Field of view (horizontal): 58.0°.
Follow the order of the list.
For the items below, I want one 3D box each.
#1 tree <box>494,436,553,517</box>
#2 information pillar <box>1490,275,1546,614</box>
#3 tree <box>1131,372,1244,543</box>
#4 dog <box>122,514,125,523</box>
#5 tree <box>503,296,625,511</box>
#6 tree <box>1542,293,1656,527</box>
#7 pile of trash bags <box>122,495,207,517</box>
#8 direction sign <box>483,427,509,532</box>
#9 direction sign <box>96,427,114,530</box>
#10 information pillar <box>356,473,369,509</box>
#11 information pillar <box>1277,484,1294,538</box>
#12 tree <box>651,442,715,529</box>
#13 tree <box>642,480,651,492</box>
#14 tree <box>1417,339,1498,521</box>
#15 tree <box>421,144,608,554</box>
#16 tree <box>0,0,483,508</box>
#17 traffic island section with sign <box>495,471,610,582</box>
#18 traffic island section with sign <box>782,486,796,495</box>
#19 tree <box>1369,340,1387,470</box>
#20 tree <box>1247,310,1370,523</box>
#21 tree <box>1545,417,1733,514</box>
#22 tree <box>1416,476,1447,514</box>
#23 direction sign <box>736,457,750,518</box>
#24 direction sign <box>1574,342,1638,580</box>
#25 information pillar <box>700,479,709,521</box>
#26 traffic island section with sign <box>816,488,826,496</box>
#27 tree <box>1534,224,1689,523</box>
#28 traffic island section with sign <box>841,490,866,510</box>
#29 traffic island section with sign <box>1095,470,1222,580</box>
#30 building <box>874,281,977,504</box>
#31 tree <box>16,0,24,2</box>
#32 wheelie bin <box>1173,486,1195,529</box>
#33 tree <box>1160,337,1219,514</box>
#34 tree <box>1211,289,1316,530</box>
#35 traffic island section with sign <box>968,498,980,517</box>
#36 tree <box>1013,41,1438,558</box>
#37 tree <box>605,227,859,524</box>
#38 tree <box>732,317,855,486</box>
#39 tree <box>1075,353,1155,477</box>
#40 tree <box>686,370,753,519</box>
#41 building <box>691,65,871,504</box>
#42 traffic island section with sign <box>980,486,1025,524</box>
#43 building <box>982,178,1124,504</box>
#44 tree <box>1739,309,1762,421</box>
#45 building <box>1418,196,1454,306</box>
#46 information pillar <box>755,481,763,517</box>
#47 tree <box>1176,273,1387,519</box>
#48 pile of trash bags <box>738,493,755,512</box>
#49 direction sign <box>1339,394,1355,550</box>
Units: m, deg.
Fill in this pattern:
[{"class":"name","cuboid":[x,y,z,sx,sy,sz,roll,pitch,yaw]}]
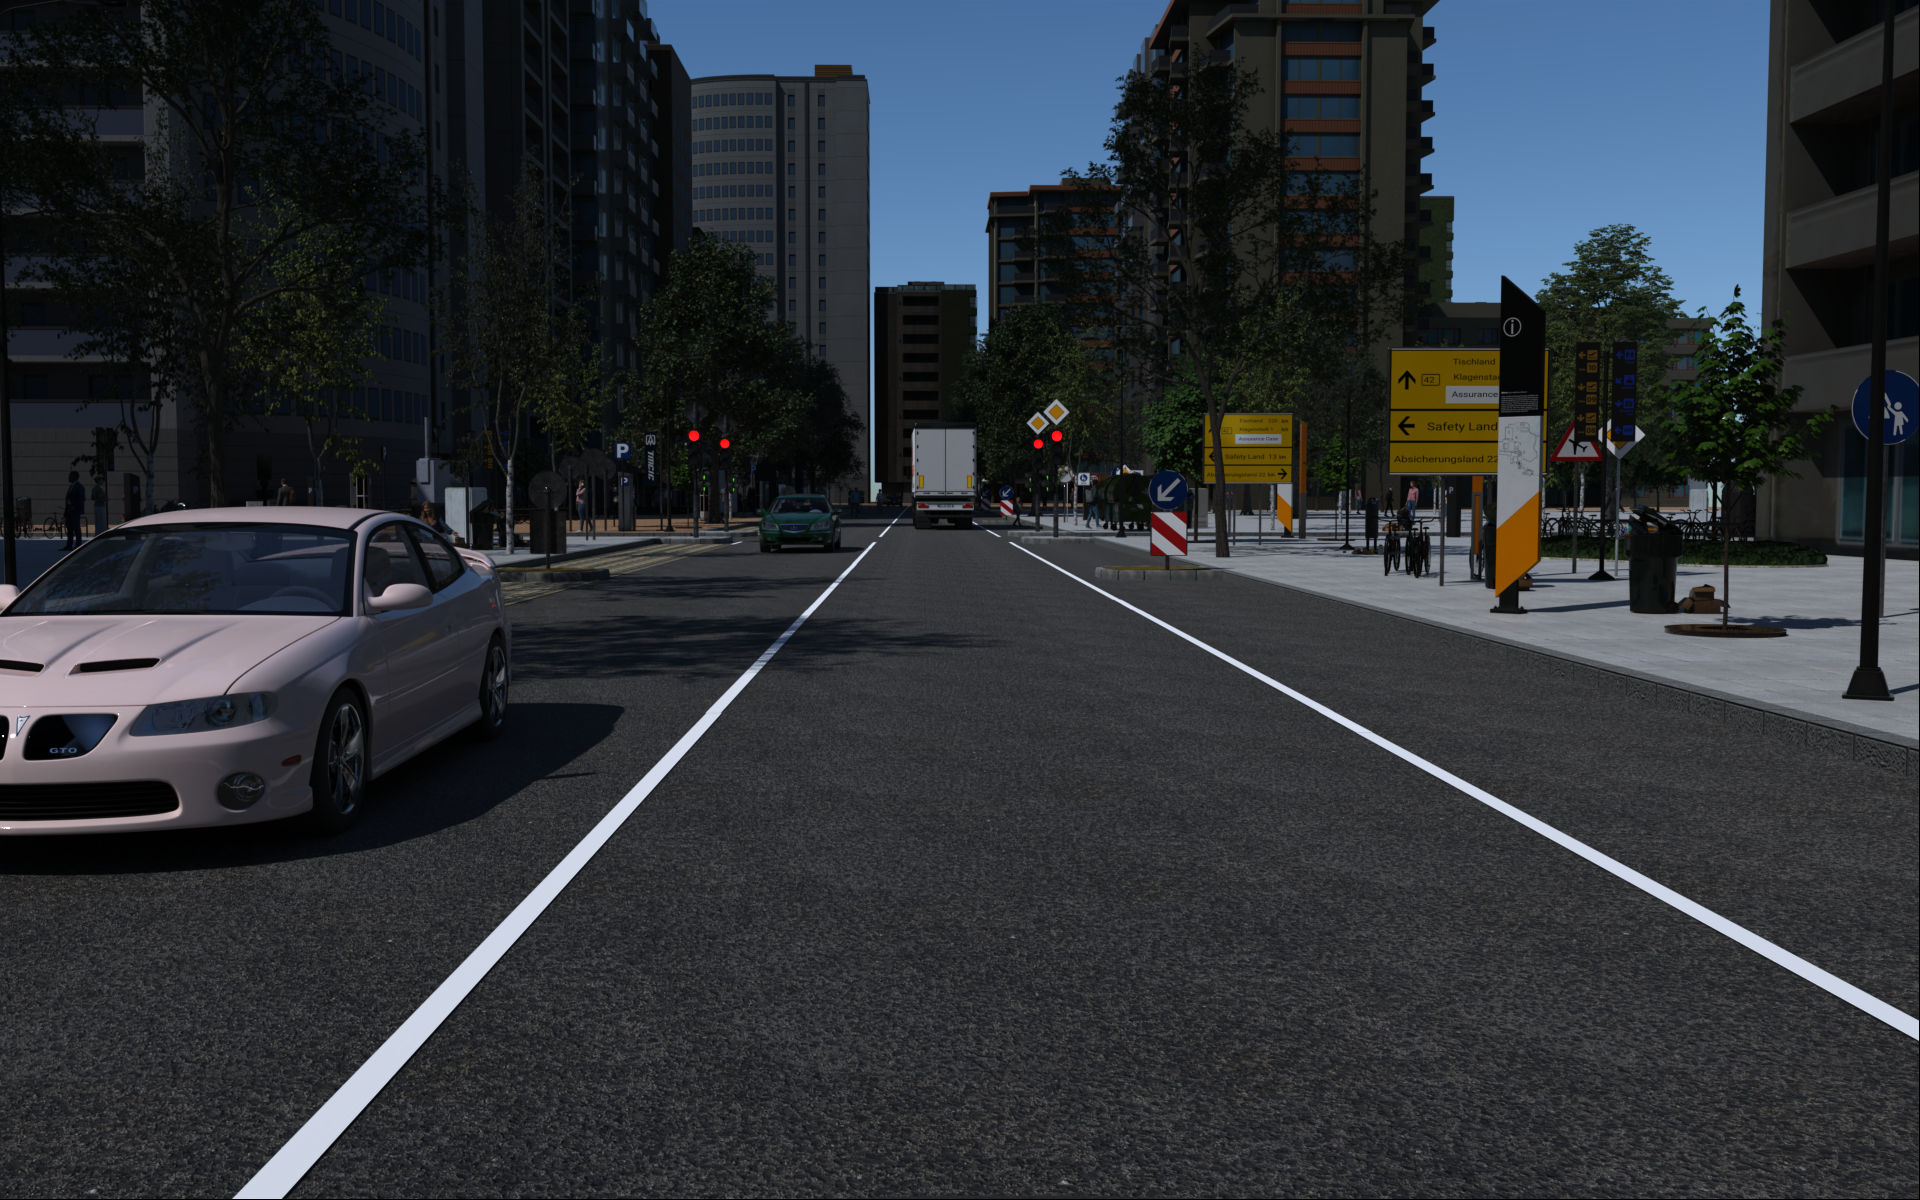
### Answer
[{"class":"tree","cuboid":[-24.863,-7.038,98.790,4.285,4.588,4.351,0,3,0]},{"class":"information pillar","cuboid":[5.971,-1.660,18.493,0.504,3.616,0.183,3,5,43]},{"class":"tree","cuboid":[6.168,-3.798,45.813,4.285,4.588,4.351,0,3,0]},{"class":"dog","cuboid":[-32.290,-3.074,67.087,0.406,0.507,0.540,-3,5,-42]},{"class":"tree","cuboid":[-15.059,-7.040,65.459,4.737,8.622,4.395,0,3,0]},{"class":"tree","cuboid":[23.480,-6.985,64.571,4.737,8.622,4.395,0,3,0]},{"class":"pile of trash bags","cuboid":[-27.361,-3.037,59.400,1.912,1.369,3.447,1,4,14]},{"class":"direction sign","cuboid":[-15.730,-4.087,58.813,0.876,3.537,0.379,-1,4,-16]},{"class":"direction sign","cuboid":[-29.113,-4.100,59.038,0.379,3.537,0.876,1,4,10]},{"class":"information pillar","cuboid":[-21.012,-3.451,60.911,0.304,2.012,0.304,1,4,9]},{"class":"information pillar","cuboid":[9.551,-3.635,50.780,0.504,3.616,0.183,3,5,40]},{"class":"tree","cuboid":[-10.263,-4.293,64.795,1.663,3.219,1.824,0,3,0]},{"class":"tree","cuboid":[-22.871,-8.210,128.829,1.663,3.219,1.824,0,3,0]},{"class":"tree","cuboid":[22.380,-8.010,81.327,4.737,8.622,4.395,0,3,0]},{"class":"tree","cuboid":[-9.669,-5.306,37.123,4.360,8.622,3.978,0,3,0]},{"class":"tree","cuboid":[-10.066,-5.395,22.617,8.767,10.594,7.601,2,4,30]},{"class":"traffic island section with sign","cuboid":[-6.956,-1.246,29.002,1.989,1.847,2.006,0,4,-1]},{"class":"traffic island section with sign","cuboid":[-8.210,-4.590,83.675,1.989,1.847,2.006,0,4,-1]},{"class":"tree","cuboid":[16.826,-7.731,76.760,4.360,8.622,3.978,0,3,0]},{"class":"tree","cuboid":[13.113,-7.146,67.201,4.360,8.622,3.978,0,3,0]},{"class":"tree","cuboid":[44.951,-9.630,120.351,11.467,7.101,20.602,-1,4,-16]},{"class":"tree","cuboid":[31.286,-10.054,114.749,4.360,8.622,3.978,0,3,0]},{"class":"direction sign","cuboid":[-11.494,-6.109,91.872,0.876,3.537,0.379,-3,5,-41]},{"class":"direction sign","cuboid":[9.619,-2.071,25.864,0.876,3.537,0.379,0,4,6]},{"class":"information pillar","cuboid":[-12.176,-4.769,82.472,0.304,2.012,0.304,3,5,41]},{"class":"traffic island section with sign","cuboid":[-8.845,-6.268,111.108,1.989,1.847,2.006,0,4,-1]},{"class":"tree","cuboid":[27.228,-9.503,73.506,7.486,12.596,7.792,0,3,0]},{"class":"traffic island section with sign","cuboid":[-9.985,-9.300,160.674,1.989,1.847,2.006,0,4,-1]},{"class":"traffic island section with sign","cuboid":[3.355,-1.288,29.683,1.989,1.847,2.006,0,4,-1]},{"class":"building","cuboid":[-4.806,-28.556,238.584,14.107,30.474,14.160,0,4,-1]},{"class":"tree","cuboid":[-9.564,-5.195,10.693,9.928,11.665,9.643,0,3,0]},{"class":"wheelie bin","cuboid":[8.276,-3.439,64.133,0.980,1.594,0.693,-3,5,-42]},{"class":"tree","cuboid":[16.657,-11.493,113.658,9.928,11.665,9.643,0,3,0]},{"class":"tree","cuboid":[10.837,-6.775,61.129,4.737,8.622,4.395,0,3,0]},{"class":"traffic island section with sign","cuboid":[1.493,-6.244,110.714,1.989,1.847,2.006,0,4,-1]},{"class":"tree","cuboid":[5.355,-6.163,35.175,8.767,10.594,7.601,0,3,0]},{"class":"tree","cuboid":[-10.518,-9.649,74.771,9.611,12.733,9.660,0,3,0]},{"class":"tree","cuboid":[-11.925,-12.859,120.614,12.009,13.543,11.850,0,3,0]},{"class":"tree","cuboid":[7.771,-8.499,89.315,4.360,8.622,3.978,0,3,0]},{"class":"tree","cuboid":[-11.820,-8.407,87.819,4.360,8.622,3.978,0,3,0]},{"class":"building","cuboid":[-26.639,-42.755,241.040,28.212,58.520,21.231,0,4,-1]},{"class":"traffic island section with sign","cuboid":[2.107,-4.596,83.766,1.989,1.847,2.006,0,4,-1]},{"class":"building","cuboid":[16.586,-35.959,242.551,28.867,44.769,22.147,0,4,-1]},{"class":"tree","cuboid":[31.630,-7.110,66.606,4.360,8.622,3.978,0,3,0]},{"class":"building","cuboid":[59.072,-34.008,239.630,14.086,41.232,14.154,0,4,-1]},{"class":"information pillar","cuboid":[-11.387,-5.727,98.122,0.304,2.012,0.304,2,4,23]},{"class":"tree","cuboid":[17.538,-10.553,89.543,9.611,12.733,9.660,0,3,0]},{"class":"pile of trash bags","cuboid":[-15.316,-6.931,123.074,1.912,1.369,3.447,-2,4,-25]},{"class":"direction sign","cuboid":[8.919,-2.924,39.809,0.379,3.537,0.876,1,4,13]}]
